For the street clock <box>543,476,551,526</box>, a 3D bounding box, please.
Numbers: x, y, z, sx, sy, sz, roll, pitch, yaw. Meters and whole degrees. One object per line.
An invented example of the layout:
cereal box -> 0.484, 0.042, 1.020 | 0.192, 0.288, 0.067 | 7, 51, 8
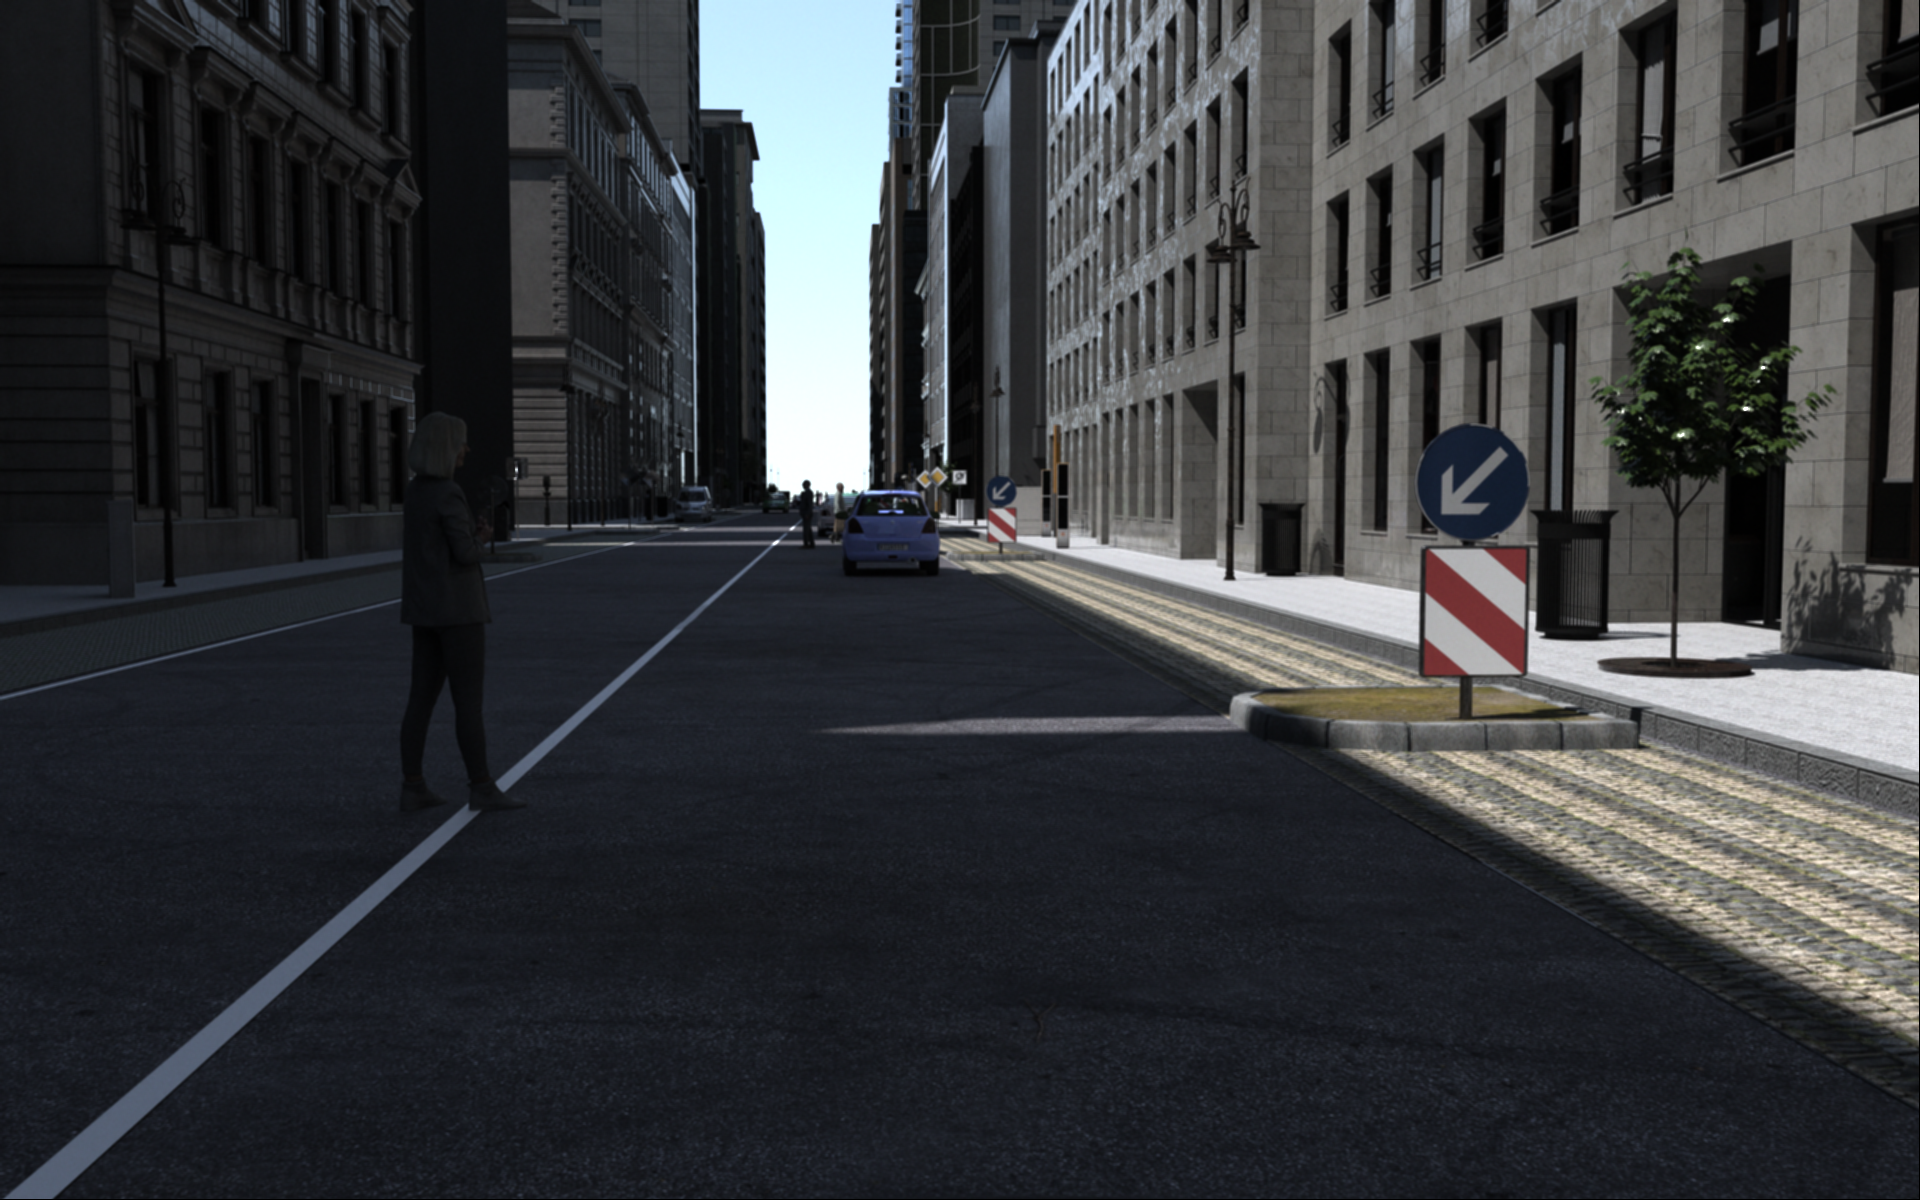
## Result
street clock -> -16.631, -3.987, 69.750 | 0.358, 2.002, 0.471 | 0, 4, -5

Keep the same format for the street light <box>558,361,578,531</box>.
street light -> -13.634, -5.353, 60.312 | 0.468, 5.910, 1.993 | 0, 4, -4

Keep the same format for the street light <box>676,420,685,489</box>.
street light -> -17.139, -8.161, 106.217 | 0.468, 5.910, 1.993 | 0, 4, -4

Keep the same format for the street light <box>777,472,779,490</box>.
street light -> -31.642, -20.104, 301.487 | 0.468, 5.910, 1.993 | 0, 4, -4

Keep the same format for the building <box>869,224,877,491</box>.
building -> -4.425, -40.946, 293.172 | 21.300, 48.544, 21.600 | 0, 4, -4

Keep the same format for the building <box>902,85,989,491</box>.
building -> 10.841, -28.578, 159.131 | 32.217, 40.220, 23.993 | 0, 4, -4

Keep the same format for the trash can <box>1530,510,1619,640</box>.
trash can -> 5.439, -0.228, 15.375 | 0.748, 1.137, 0.748 | 0, 3, 0

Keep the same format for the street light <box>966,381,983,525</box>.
street light -> 0.645, -6.005, 70.977 | 0.468, 5.910, 1.993 | 0, 4, -4

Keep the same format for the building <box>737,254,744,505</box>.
building -> -32.533, -26.190, 199.903 | 14.160, 30.474, 14.107 | 0, 4, -4

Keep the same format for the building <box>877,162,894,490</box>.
building -> -0.193, -37.734, 240.646 | 21.300, 48.544, 21.600 | 0, 4, -4

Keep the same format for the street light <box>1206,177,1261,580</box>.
street light -> 4.023, -3.233, 25.652 | 0.468, 5.910, 1.993 | 0, 4, -4

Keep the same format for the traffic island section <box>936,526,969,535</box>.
traffic island section -> -0.788, -2.448, 62.306 | 2.009, 0.180, 2.903 | 0, 4, -4

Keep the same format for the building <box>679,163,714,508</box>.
building -> -29.073, -23.163, 150.414 | 14.160, 30.474, 14.107 | 0, 4, -4

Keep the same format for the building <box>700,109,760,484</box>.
building -> -42.544, -39.836, 240.559 | 28.713, 52.752, 27.495 | 0, 4, -4

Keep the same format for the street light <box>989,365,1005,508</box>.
street light -> 1.324, -5.455, 61.984 | 0.468, 5.910, 1.993 | 0, 4, -4

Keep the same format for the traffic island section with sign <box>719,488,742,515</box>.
traffic island section with sign -> -16.054, -6.759, 119.143 | 1.989, 1.847, 2.006 | 0, 4, -4

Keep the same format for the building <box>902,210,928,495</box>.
building -> 1.004, -24.877, 178.441 | 14.160, 30.474, 14.107 | 0, 4, -4

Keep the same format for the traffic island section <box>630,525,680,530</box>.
traffic island section -> -12.341, -2.886, 69.462 | 2.009, 0.180, 2.903 | 0, 4, -4

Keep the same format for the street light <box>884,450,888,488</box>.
street light -> -7.900, -12.903, 183.743 | 0.468, 5.910, 1.993 | 0, 4, -4

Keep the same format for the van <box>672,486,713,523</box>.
van -> -13.432, -4.906, 87.216 | 2.013, 2.044, 4.112 | 0, 4, -5

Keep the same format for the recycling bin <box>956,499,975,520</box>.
recycling bin -> 0.276, -4.436, 85.085 | 0.722, 1.027, 0.722 | -2, 4, -25

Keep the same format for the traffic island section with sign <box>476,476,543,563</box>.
traffic island section with sign -> -9.893, -1.704, 36.495 | 1.989, 1.847, 2.006 | 0, 4, -4

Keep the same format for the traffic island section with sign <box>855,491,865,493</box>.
traffic island section with sign -> -11.125, -11.516, 196.908 | 1.989, 1.847, 2.006 | 0, 4, -4

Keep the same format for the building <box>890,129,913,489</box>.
building -> -1.332, -34.441, 213.215 | 14.600, 45.320, 14.200 | 0, 4, -4

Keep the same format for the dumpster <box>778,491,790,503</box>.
dumpster -> -26.162, -15.235, 257.302 | 1.865, 1.857, 1.264 | 0, 4, -3

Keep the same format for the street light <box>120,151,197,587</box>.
street light -> -10.943, -3.120, 23.800 | 0.468, 5.910, 1.993 | 0, 4, -4

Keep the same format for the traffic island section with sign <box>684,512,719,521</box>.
traffic island section with sign -> -14.035, -5.115, 92.263 | 1.989, 1.847, 2.006 | 0, 4, -4

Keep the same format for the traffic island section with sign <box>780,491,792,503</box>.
traffic island section with sign -> -27.882, -16.503, 278.449 | 1.989, 1.847, 2.006 | 0, 4, -4

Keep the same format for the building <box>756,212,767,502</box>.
building -> -42.482, -40.135, 279.910 | 21.300, 48.544, 21.600 | 0, 4, -4

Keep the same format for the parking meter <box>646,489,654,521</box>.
parking meter -> -14.974, -4.601, 83.631 | 0.372, 1.533, 0.369 | 0, 3, 0

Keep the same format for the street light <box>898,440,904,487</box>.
street light -> -5.004, -10.656, 147.019 | 0.468, 5.910, 1.993 | 0, 4, -4

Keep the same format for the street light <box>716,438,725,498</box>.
street light -> -19.984, -10.580, 145.774 | 0.468, 5.910, 1.993 | 0, 4, -4

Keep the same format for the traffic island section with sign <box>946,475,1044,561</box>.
traffic island section with sign -> 0.719, -1.775, 37.645 | 1.989, 1.847, 2.006 | 0, 4, -4

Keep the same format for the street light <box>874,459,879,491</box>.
street light -> -11.166, -15.743, 230.185 | 0.468, 5.910, 1.993 | 0, 4, -4

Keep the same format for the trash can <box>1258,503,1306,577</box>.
trash can -> 5.035, -0.947, 27.131 | 0.748, 1.137, 0.748 | 0, 3, 0

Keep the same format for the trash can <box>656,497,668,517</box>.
trash can -> -16.527, -5.167, 96.139 | 0.748, 1.137, 0.748 | 0, 3, 0

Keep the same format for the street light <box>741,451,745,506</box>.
street light -> -22.862, -12.829, 182.549 | 0.468, 5.910, 1.993 | 0, 4, -4

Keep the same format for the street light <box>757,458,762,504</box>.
street light -> -26.206, -15.651, 228.686 | 0.468, 5.910, 1.993 | 0, 4, -4

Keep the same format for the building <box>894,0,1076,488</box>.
building -> 3.134, -46.274, 194.834 | 20.563, 71.187, 20.611 | 0, 4, -4

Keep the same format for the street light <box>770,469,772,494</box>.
street light -> -28.880, -17.872, 264.996 | 0.468, 5.910, 1.993 | 0, 4, -4

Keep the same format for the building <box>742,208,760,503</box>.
building -> -37.620, -37.449, 262.401 | 14.600, 45.320, 14.200 | 0, 4, -4

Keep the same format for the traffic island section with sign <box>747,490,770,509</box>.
traffic island section with sign -> -19.704, -9.768, 168.339 | 1.989, 1.847, 2.006 | 0, 4, -4

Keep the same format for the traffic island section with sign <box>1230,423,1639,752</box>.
traffic island section with sign -> 2.724, -0.116, 10.521 | 1.989, 1.847, 2.006 | 0, 4, -4

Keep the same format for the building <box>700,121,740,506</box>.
building -> -31.112, -30.647, 184.672 | 14.154, 41.232, 14.086 | 0, 4, -4

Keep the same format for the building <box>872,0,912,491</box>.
building -> -2.055, -58.288, 265.673 | 22.319, 86.520, 31.000 | 0, 4, -4

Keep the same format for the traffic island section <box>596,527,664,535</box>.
traffic island section -> -11.749, -2.399, 61.499 | 2.009, 0.180, 2.903 | 0, 4, -4

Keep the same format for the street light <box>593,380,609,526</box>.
street light -> -14.354, -5.910, 69.423 | 0.468, 5.910, 1.993 | 0, 4, -4

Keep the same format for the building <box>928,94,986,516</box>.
building -> 4.499, -18.047, 113.095 | 12.078, 24.808, 19.932 | 0, 4, -4

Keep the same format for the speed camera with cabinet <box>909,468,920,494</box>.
speed camera with cabinet -> -3.543, -8.573, 134.506 | 0.660, 3.252, 2.038 | 1, 4, 9

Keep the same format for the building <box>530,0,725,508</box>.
building -> -33.328, -44.525, 166.230 | 20.563, 71.187, 20.611 | 0, 4, -4

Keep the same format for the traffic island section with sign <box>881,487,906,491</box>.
traffic island section with sign -> -3.342, -5.114, 92.249 | 1.989, 1.847, 2.006 | 0, 4, -4

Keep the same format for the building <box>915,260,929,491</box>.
building -> 2.775, -18.252, 134.578 | 11.583, 22.565, 21.152 | 0, 4, -4

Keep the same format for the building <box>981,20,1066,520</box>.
building -> 16.548, -15.900, 79.036 | 30.058, 24.678, 14.314 | 0, 4, -4

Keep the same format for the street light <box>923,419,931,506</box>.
street light -> -2.081, -8.227, 107.292 | 0.468, 5.910, 1.993 | 0, 4, -4
